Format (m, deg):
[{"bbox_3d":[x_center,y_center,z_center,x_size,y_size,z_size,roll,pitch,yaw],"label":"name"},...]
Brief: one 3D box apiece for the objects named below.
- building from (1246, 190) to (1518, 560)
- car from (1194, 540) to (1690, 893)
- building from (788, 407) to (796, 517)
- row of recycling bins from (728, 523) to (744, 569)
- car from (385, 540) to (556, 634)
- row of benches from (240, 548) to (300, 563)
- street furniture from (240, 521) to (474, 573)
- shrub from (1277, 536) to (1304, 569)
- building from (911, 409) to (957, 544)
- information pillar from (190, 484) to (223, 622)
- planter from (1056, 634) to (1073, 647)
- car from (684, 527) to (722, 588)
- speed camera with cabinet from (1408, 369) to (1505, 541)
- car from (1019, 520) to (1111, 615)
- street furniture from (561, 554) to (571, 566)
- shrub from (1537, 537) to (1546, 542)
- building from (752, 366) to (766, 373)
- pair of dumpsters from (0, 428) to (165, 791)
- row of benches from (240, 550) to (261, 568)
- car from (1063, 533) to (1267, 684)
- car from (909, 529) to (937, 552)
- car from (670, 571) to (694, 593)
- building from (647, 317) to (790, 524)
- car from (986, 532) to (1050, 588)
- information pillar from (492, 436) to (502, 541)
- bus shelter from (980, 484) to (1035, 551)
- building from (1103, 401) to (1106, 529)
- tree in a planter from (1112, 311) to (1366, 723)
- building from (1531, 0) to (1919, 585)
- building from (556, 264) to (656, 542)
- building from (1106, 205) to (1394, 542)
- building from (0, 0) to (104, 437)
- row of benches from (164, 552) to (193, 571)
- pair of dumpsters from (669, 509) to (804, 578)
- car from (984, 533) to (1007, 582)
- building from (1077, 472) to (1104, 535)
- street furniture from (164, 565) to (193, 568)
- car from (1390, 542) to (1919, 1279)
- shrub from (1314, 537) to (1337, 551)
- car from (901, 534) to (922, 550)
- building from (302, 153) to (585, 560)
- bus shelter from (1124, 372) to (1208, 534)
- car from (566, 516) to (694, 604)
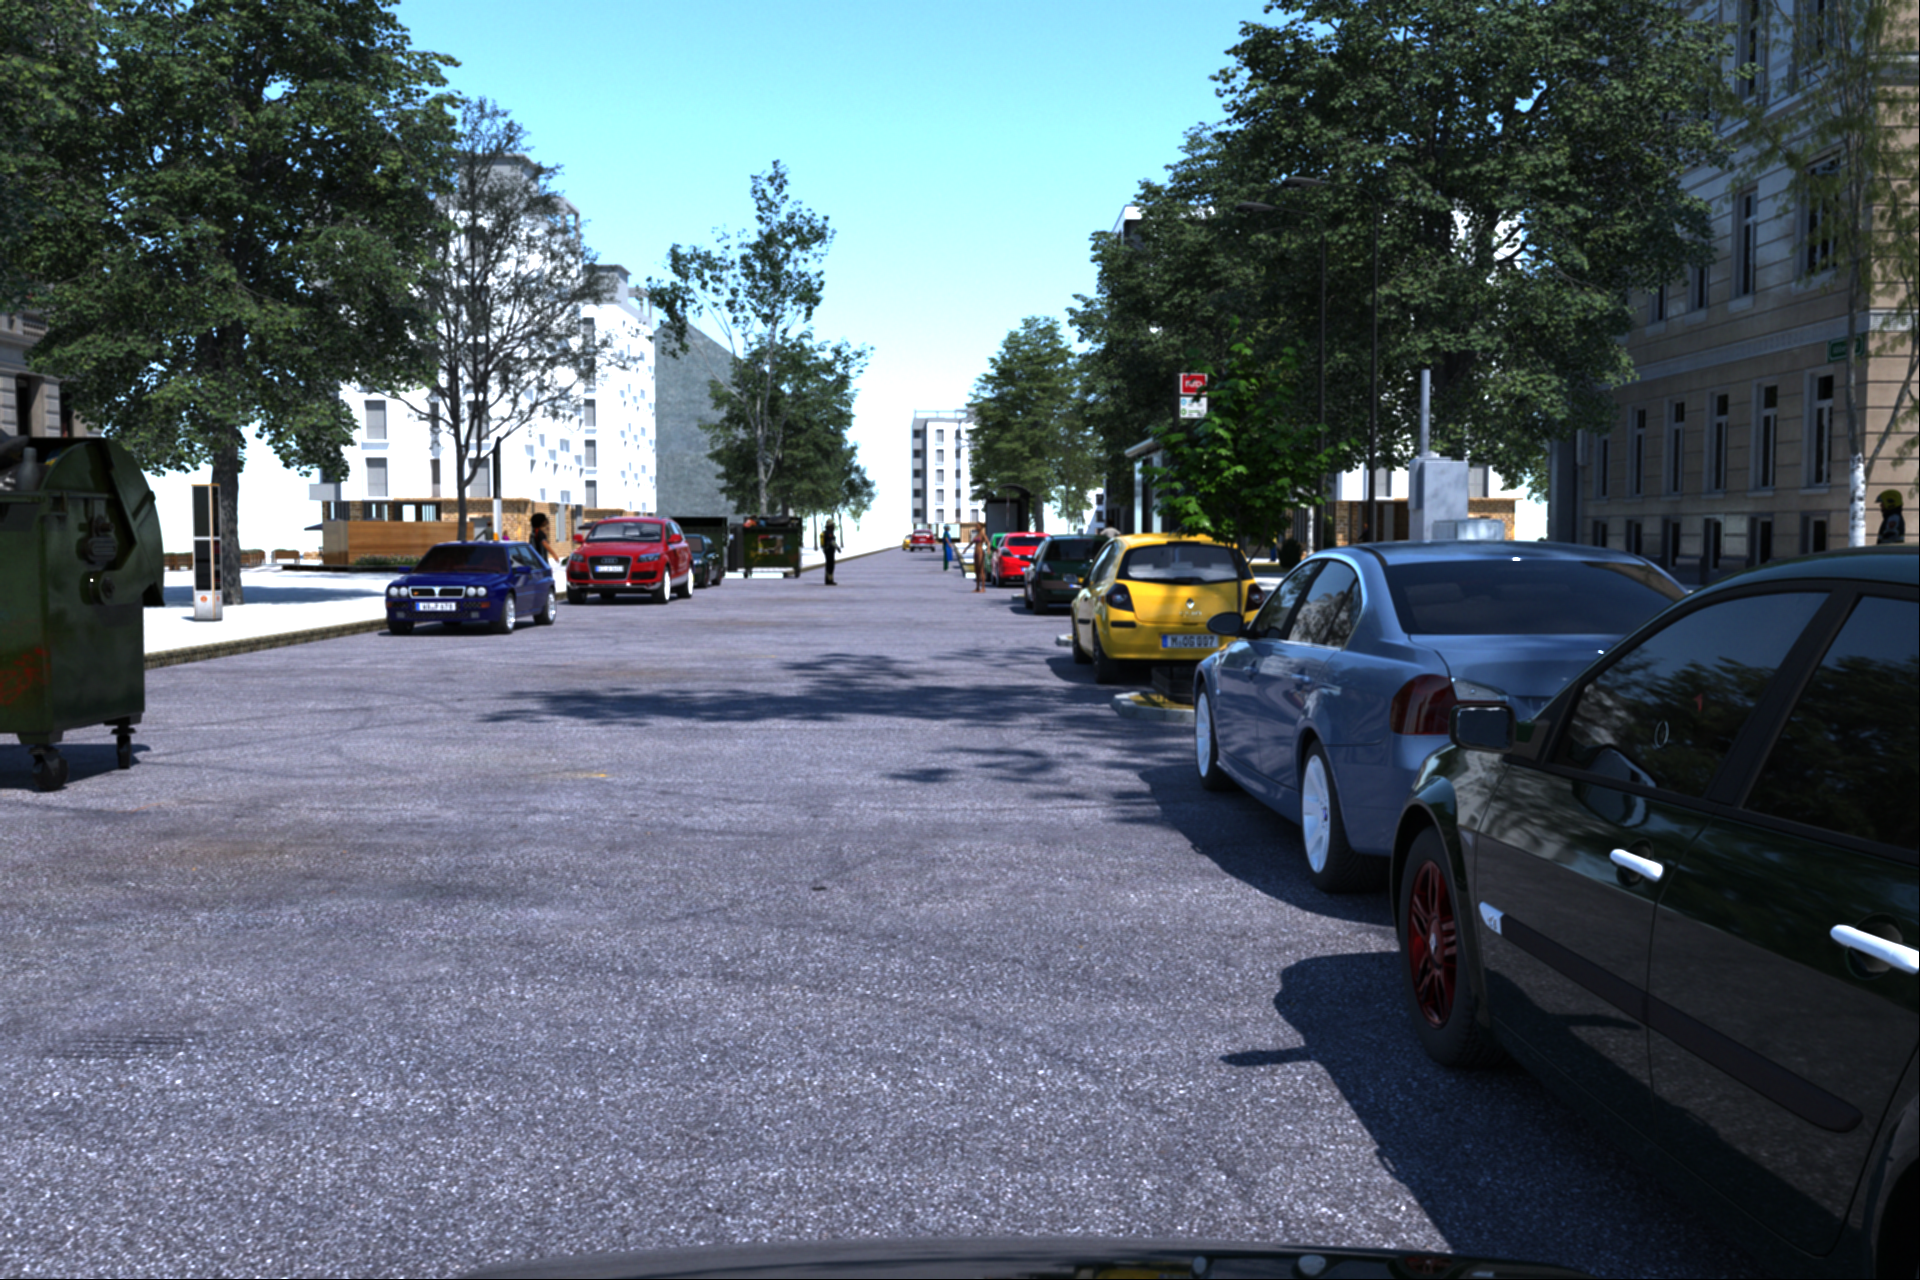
[{"bbox_3d":[21.483,-14.792,98.268,16.016,20.090,11.380,0,4,-1],"label":"building"},{"bbox_3d":[2.255,0.231,8.225,2.014,1.417,4.499,0,4,-1],"label":"car"},{"bbox_3d":[-31.262,-22.058,227.103,16.747,18.905,31.486,0,4,-1],"label":"building"},{"bbox_3d":[-8.454,-3.588,65.770,1.069,1.692,3.534,0,4,0],"label":"row of recycling bins"},{"bbox_3d":[-7.277,-0.818,25.957,1.945,1.354,3.894,0,3,0],"label":"car"},{"bbox_3d":[-30.987,-3.671,75.483,4.104,0.672,1.422,-2,4,-34],"label":"row of benches"},{"bbox_3d":[-18.915,-3.331,61.314,9.812,1.723,11.010,3,5,44],"label":"street furniture"},{"bbox_3d":[12.013,-3.173,62.993,1.383,1.207,1.383,0,3,0],"label":"shrub"},{"bbox_3d":[-6.831,-24.098,252.886,11.380,20.090,16.016,0,4,2],"label":"building"},{"bbox_3d":[-11.031,-1.277,25.368,0.304,2.012,0.304,0,3,0],"label":"information pillar"},{"bbox_3d":[2.265,-0.088,22.584,1.991,0.319,1.994,0,4,1],"label":"planter"},{"bbox_3d":[-7.520,-2.267,46.848,2.009,1.686,4.222,0,3,0],"label":"car"},{"bbox_3d":[5.787,-1.584,20.238,0.660,3.252,2.038,0,4,0],"label":"speed camera with cabinet"},{"bbox_3d":[2.122,-1.360,32.028,2.009,1.686,4.222,0,4,-1],"label":"car"},{"bbox_3d":[-12.843,-3.530,73.340,10.072,0.657,5.734,-3,5,-43],"label":"street furniture"},{"bbox_3d":[25.309,-3.923,75.259,1.383,1.207,1.383,0,3,0],"label":"shrub"},{"bbox_3d":[-27.355,-20.757,195.793,16.016,20.090,11.380,0,3,0],"label":"building"},{"bbox_3d":[-7.102,-0.307,9.967,4.436,2.255,1.574,0,4,0],"label":"pair of dumpsters"},{"bbox_3d":[-27.343,-3.116,66.412,1.422,0.672,4.104,-1,4,-17],"label":"row of benches"},{"bbox_3d":[2.113,-0.477,18.016,2.015,1.641,3.980,0,4,-1],"label":"car"},{"bbox_3d":[-3.042,-8.093,140.996,2.281,1.827,5.304,0,4,-1],"label":"car"},{"bbox_3d":[-7.634,-2.035,42.867,1.945,1.707,3.694,0,4,-1],"label":"car"},{"bbox_3d":[-28.313,-21.521,182.792,19.493,23.208,18.063,0,4,0],"label":"building"},{"bbox_3d":[1.819,-2.361,47.649,2.155,1.783,4.494,0,4,-2],"label":"car"},{"bbox_3d":[-10.993,-3.048,41.184,0.183,3.616,0.504,0,4,-1],"label":"information pillar"},{"bbox_3d":[1.952,-4.803,72.460,2.014,3.302,5.546,0,4,-2],"label":"bus shelter"},{"bbox_3d":[21.492,-20.853,197.360,16.016,20.090,11.380,0,4,0],"label":"building"},{"bbox_3d":[2.264,-1.025,13.979,1.991,3.239,1.994,0,4,-1],"label":"tree in a planter"},{"bbox_3d":[24.706,-15.812,44.431,13.634,28.700,20.117,0,3,0],"label":"building"},{"bbox_3d":[-28.787,-16.273,122.488,16.016,20.090,11.380,0,4,0],"label":"building"},{"bbox_3d":[24.203,-17.129,124.041,27.936,21.610,32.646,0,4,0],"label":"building"},{"bbox_3d":[-31.960,-13.321,45.519,11.050,23.595,19.941,0,4,0],"label":"building"},{"bbox_3d":[-27.609,-2.783,60.967,1.422,0.672,4.104,0,3,0],"label":"row of benches"},{"bbox_3d":[-7.357,-3.167,56.736,4.436,2.255,1.574,0,4,0],"label":"pair of dumpsters"},{"bbox_3d":[1.621,-2.694,52.836,1.959,1.807,4.718,0,4,-1],"label":"car"},{"bbox_3d":[20.494,-17.256,224.280,9.099,9.664,28.070,0,3,0],"label":"building"},{"bbox_3d":[-34.326,-3.057,65.612,5.734,0.657,10.072,3,5,44],"label":"street furniture"},{"bbox_3d":[2.141,0.386,3.481,2.009,1.686,4.222,0,4,-1],"label":"car"},{"bbox_3d":[14.790,-3.605,70.064,1.383,1.207,1.383,0,3,0],"label":"shrub"},{"bbox_3d":[-4.195,-8.732,152.987,2.015,1.641,3.980,0,4,0],"label":"car"},{"bbox_3d":[-26.679,-14.125,87.367,16.016,20.090,11.380,0,4,0],"label":"building"},{"bbox_3d":[5.098,-3.852,40.615,2.179,5.291,8.768,0,4,0],"label":"bus shelter"},{"bbox_3d":[-6.986,-1.735,37.038,2.281,1.827,5.304,0,4,0],"label":"car"}]
